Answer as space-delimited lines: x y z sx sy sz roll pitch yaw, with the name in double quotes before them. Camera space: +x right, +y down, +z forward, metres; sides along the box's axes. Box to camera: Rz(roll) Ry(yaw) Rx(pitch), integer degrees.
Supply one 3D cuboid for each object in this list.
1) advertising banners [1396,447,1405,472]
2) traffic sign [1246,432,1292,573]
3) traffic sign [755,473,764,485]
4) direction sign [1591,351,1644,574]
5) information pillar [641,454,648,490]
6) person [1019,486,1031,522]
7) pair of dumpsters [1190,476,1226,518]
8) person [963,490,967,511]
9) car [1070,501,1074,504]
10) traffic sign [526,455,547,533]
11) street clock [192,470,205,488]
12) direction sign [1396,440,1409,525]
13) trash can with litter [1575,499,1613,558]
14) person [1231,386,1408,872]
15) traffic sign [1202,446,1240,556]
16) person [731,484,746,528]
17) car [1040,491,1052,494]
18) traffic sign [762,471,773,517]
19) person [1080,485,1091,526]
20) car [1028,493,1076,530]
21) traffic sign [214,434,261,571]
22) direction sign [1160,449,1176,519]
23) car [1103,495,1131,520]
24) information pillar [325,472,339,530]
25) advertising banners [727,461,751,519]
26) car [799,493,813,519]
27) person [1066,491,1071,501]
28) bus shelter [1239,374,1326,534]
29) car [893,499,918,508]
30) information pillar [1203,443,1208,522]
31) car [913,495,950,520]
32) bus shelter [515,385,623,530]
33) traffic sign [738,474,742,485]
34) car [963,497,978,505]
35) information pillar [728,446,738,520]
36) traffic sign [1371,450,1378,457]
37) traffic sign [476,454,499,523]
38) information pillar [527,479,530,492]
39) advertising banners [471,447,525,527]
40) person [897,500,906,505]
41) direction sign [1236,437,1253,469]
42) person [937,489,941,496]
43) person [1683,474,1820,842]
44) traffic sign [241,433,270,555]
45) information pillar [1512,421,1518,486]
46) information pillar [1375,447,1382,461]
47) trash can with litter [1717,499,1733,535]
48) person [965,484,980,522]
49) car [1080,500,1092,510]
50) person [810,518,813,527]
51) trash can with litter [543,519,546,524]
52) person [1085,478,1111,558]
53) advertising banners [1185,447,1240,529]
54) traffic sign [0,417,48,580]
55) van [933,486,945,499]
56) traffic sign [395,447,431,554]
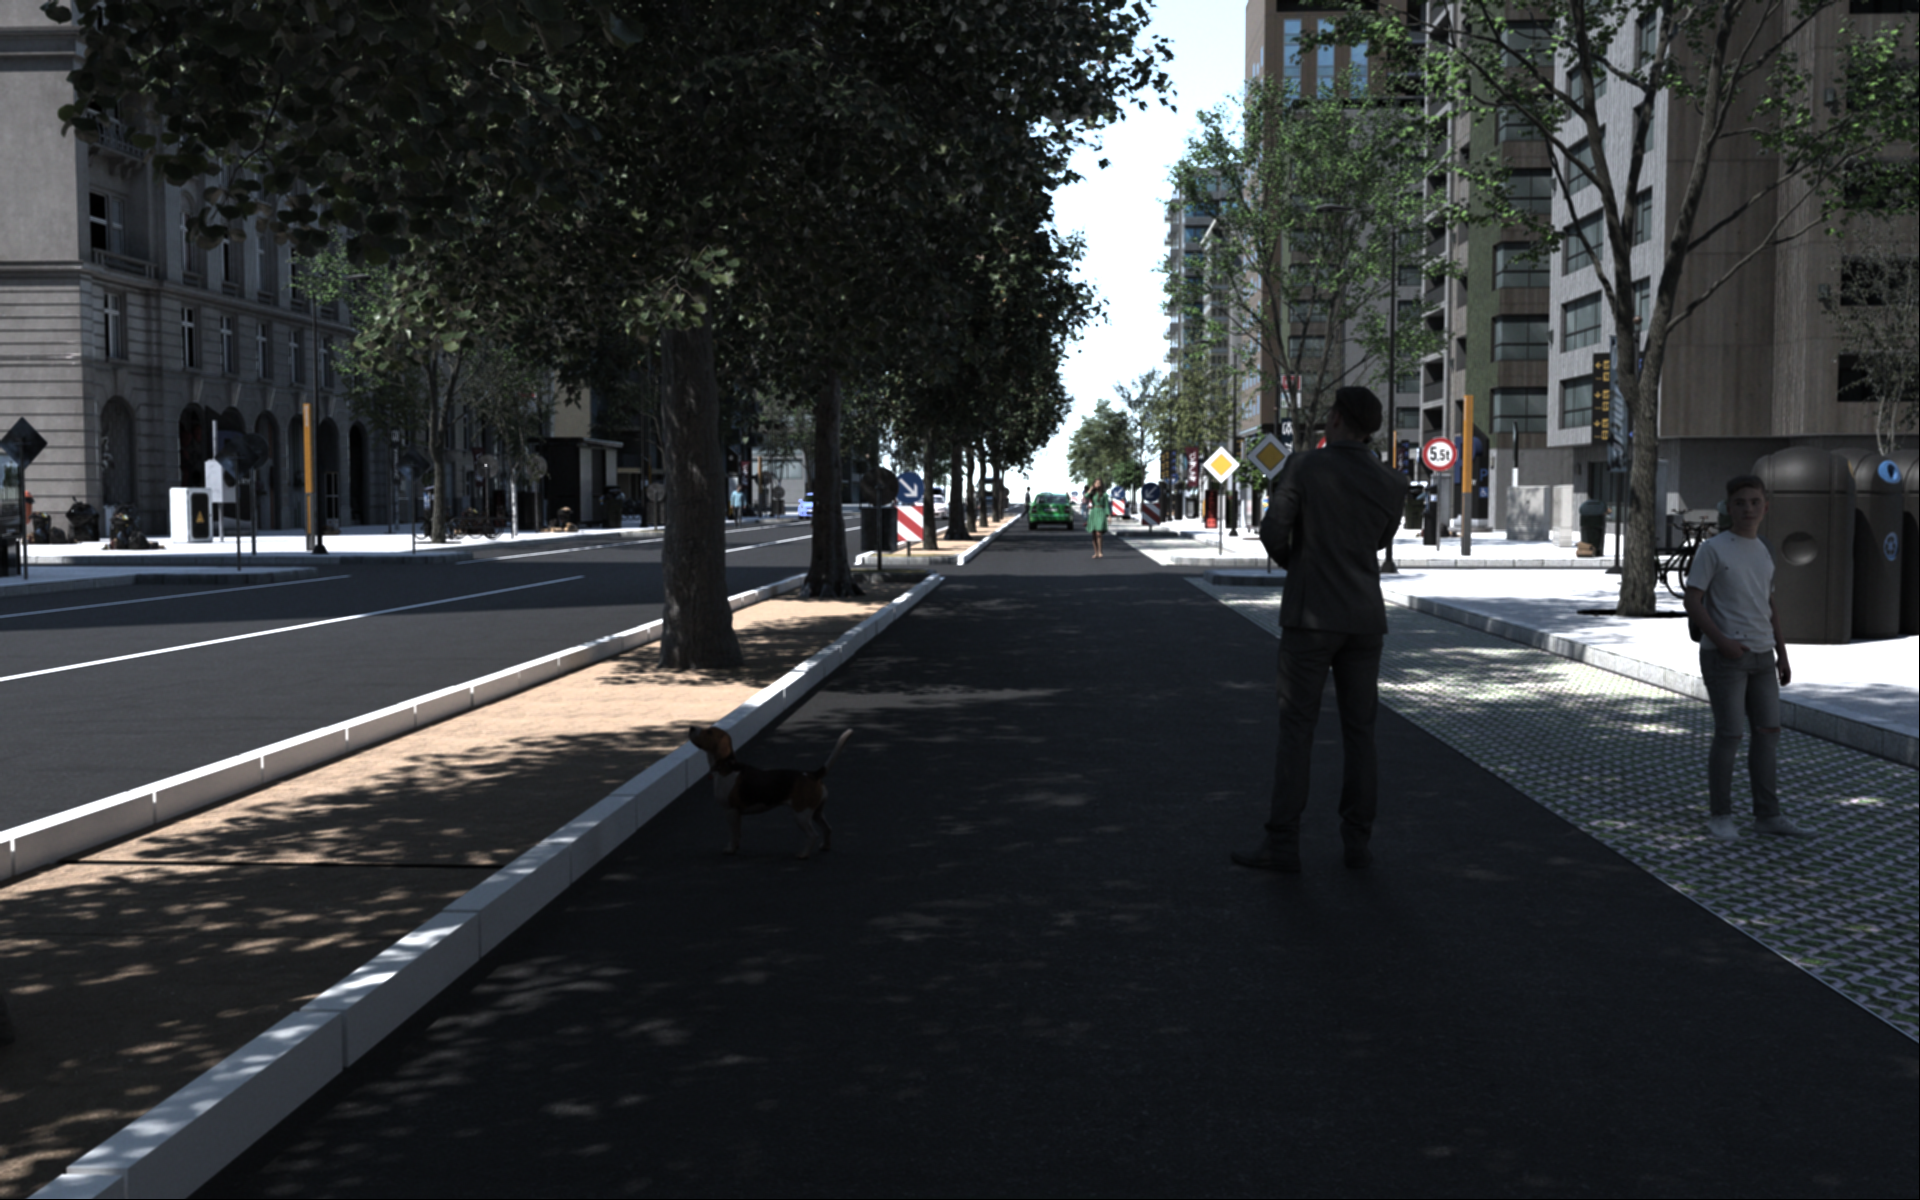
"advertising banners" 15.952 -4.186 64.634 2.074 3.025 0.090 -3 4 -38
"traffic sign" 5.011 -1.491 28.028 0.795 2.450 0.064 0 4 3
"traffic sign" -11.646 -6.187 101.257 0.768 2.556 0.104 1 4 12
"direction sign" 10.557 -2.185 27.727 0.876 3.537 0.379 2 4 32
"information pillar" -18.587 -6.778 102.177 0.504 3.616 0.183 1 4 21
"person" 3.428 -5.003 90.150 0.795 1.843 0.661 0 4 7
"pair of dumpsters" 13.352 -5.553 93.282 1.574 2.255 4.437 0 4 3
"person" 0.569 -8.433 146.406 0.705 1.821 1.348 1 4 17
"car" 5.285 -5.238 95.428 2.009 1.686 4.222 0 4 4
"traffic sign" -13.918 -3.473 56.886 0.768 2.556 0.104 1 4 12
"street clock" -22.574 -2.868 51.470 0.471 2.002 0.358 2 4 33
"direction sign" 18.381 -4.929 72.590 0.876 3.537 0.379 -1 4 -10
"trash can with litter" 12.853 -1.454 35.156 0.624 1.170 1.055 2 4 29
"person" 1.389 0.096 6.730 0.655 1.846 0.447 -1 4 -14
"traffic sign" 5.421 -1.979 36.002 0.795 2.450 0.064 0 4 3
"person" -9.319 -3.953 72.993 0.638 1.841 0.748 0 4 2
"car" 11.569 -13.717 232.939 2.281 1.827 5.304 0 4 4
"traffic sign" -10.677 -5.815 95.186 0.768 2.556 0.104 1 4 12
"person" 5.638 -4.246 77.935 0.555 1.821 0.388 3 5 42
"car" 3.732 -3.771 70.451 1.959 1.807 4.718 0 4 4
"traffic sign" -12.060 -1.546 28.924 0.795 2.450 0.064 0 4 3
"direction sign" 10.677 -5.871 87.981 0.379 3.537 0.876 -2 4 -33
"car" 8.286 -5.007 93.875 2.014 1.417 4.499 0 4 1
"information pillar" -21.166 -3.296 58.385 0.304 2.012 0.304 1 4 12
"advertising banners" -11.951 -5.760 90.370 2.074 3.025 0.090 0 4 -7
"car" -8.211 -5.480 99.187 1.945 1.707 3.694 0 4 3
"person" 10.363 -9.604 166.083 0.434 1.755 0.990 3 4 37
"bus shelter" 10.224 -4.768 55.594 2.179 5.291 8.768 0 4 3
"car" -3.774 -7.042 124.173 2.155 1.783 4.494 0 4 2
"information pillar" 11.134 -5.330 78.503 0.183 3.616 0.504 -1 4 -9
"car" -1.609 -5.238 98.000 2.083 1.381 4.827 0 4 2
"bus shelter" -14.820 -5.358 65.238 2.179 5.291 8.768 0 4 3
"traffic sign" -11.575 -5.344 89.508 0.606 2.300 0.079 0 4 8
"car" 1.447 -13.165 225.037 2.009 1.686 4.222 0 4 4
"information pillar" -11.161 -5.741 85.212 0.504 3.616 0.183 0 4 5
"traffic sign" 11.415 -2.981 48.844 0.768 2.556 0.104 1 4 12
"traffic sign" -15.203 -3.399 55.680 0.768 2.556 0.104 1 4 9
"information pillar" -21.114 -4.939 85.236 0.304 2.012 0.304 -2 4 -35
"advertising banners" -17.321 -4.220 65.190 2.074 3.025 0.090 -2 4 -26
"person" -2.966 -4.859 88.212 0.793 1.790 0.793 1 4 23
"direction sign" 11.299 -4.665 68.264 0.876 3.537 0.379 1 4 12
"person" -1.711 -8.113 141.225 0.705 1.814 1.350 0 4 -7
"person" 3.262 0.239 7.181 0.523 1.515 0.503 3 5 39
"traffic sign" -14.785 -2.207 36.195 0.768 2.556 0.104 1 4 10
"information pillar" 17.694 -3.906 55.217 0.183 3.616 0.504 1 4 9
"information pillar" 20.638 -5.761 85.547 0.183 3.616 0.504 -1 4 -17
"trash can with litter" 15.846 -1.472 35.449 0.624 1.170 1.055 1 4 16
"person" 0.513 -3.892 71.980 0.661 1.843 0.795 -1 4 -8
"car" 10.847 -7.962 142.759 1.945 1.354 3.894 0 4 3
"person" -6.027 -4.004 74.357 0.834 1.777 0.661 0 4 8
"trash can with litter" -18.273 -3.935 75.400 1.678 1.210 2.233 -1 4 -9
"person" 3.103 -1.838 38.799 0.600 1.795 0.529 1 4 9
"advertising banners" 9.337 -4.153 64.094 2.074 3.025 0.090 0 4 -1
"traffic sign" -14.028 -1.514 25.946 0.795 2.450 0.064 0 4 7
"van" -2.454 -9.311 156.611 2.240 2.365 5.245 0 4 4
"traffic sign" -11.649 -2.034 36.898 0.795 2.450 0.064 0 4 3
